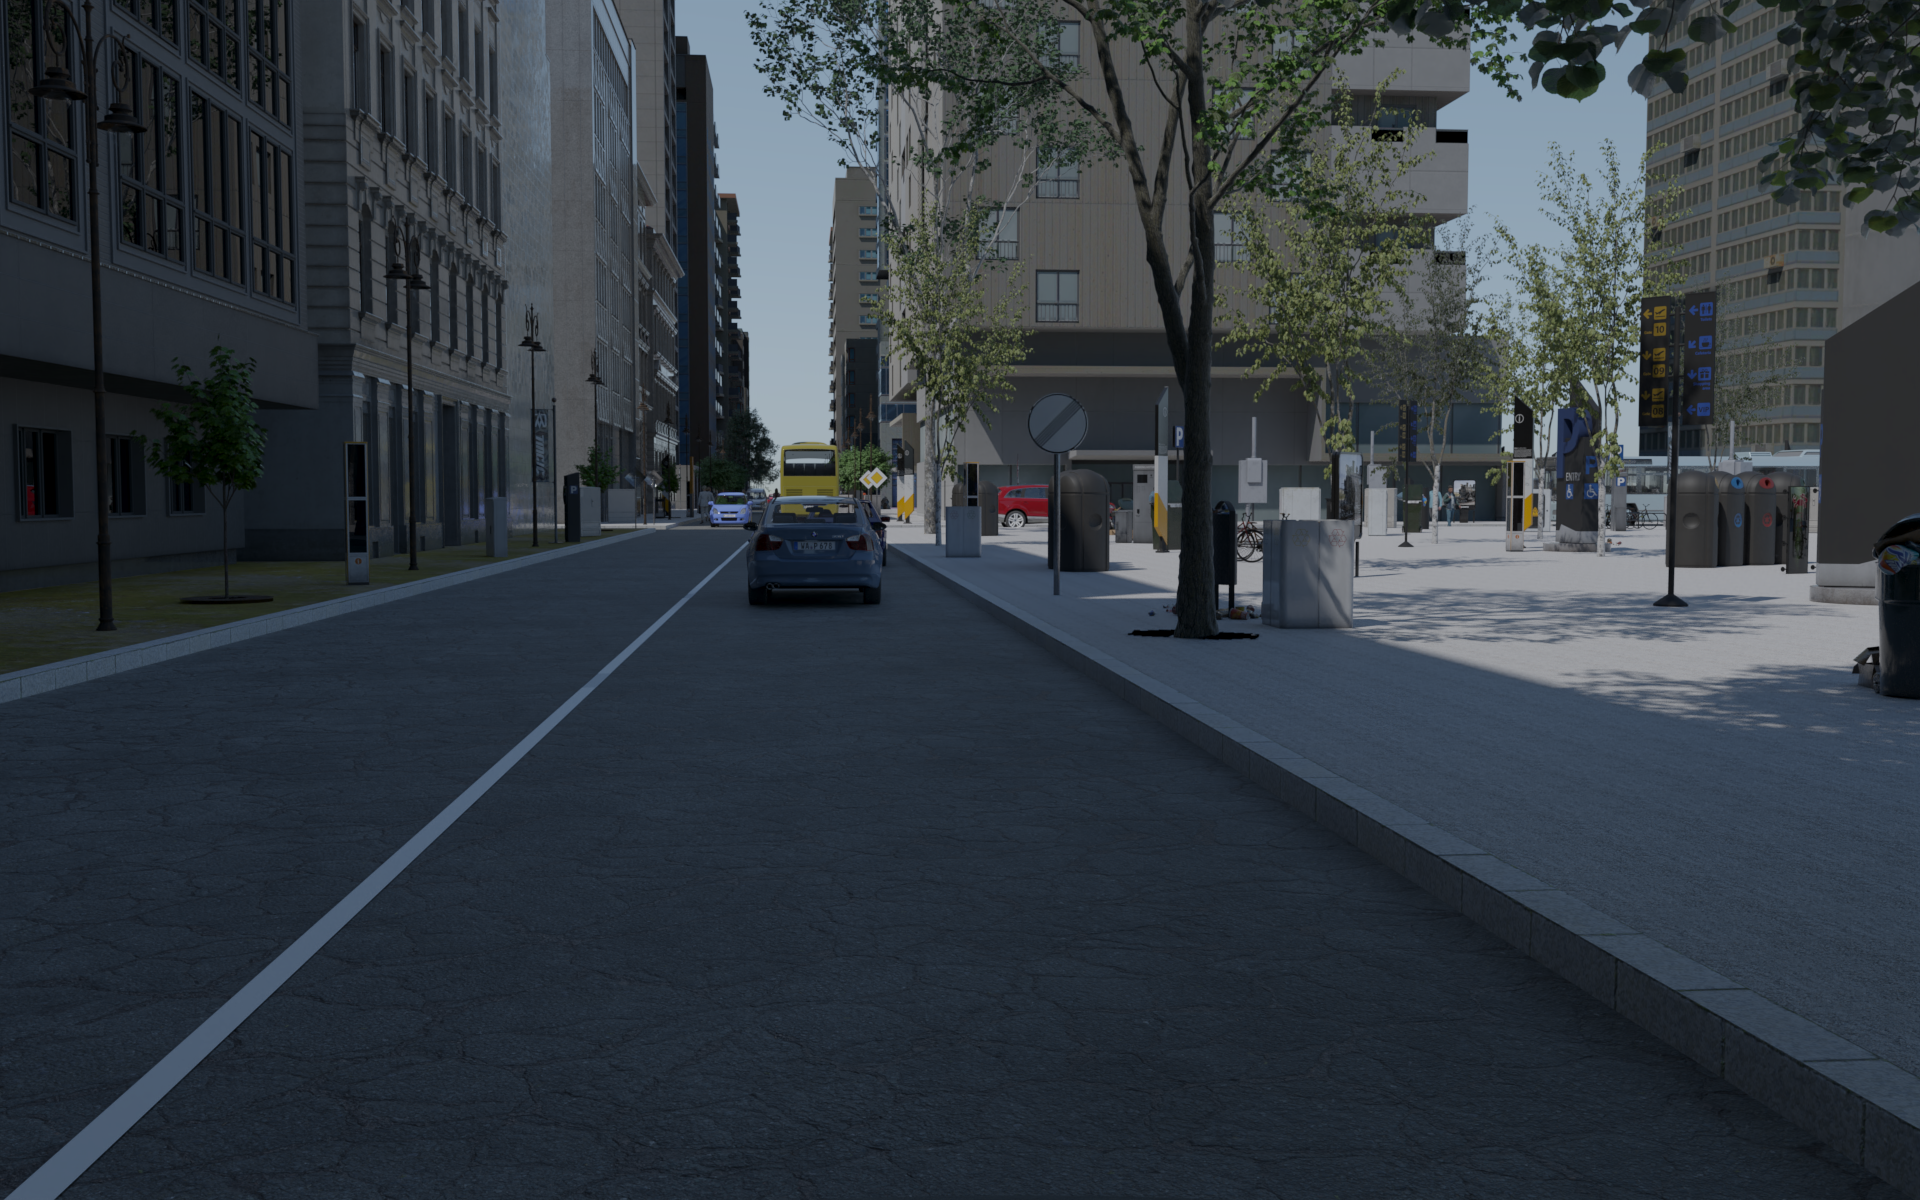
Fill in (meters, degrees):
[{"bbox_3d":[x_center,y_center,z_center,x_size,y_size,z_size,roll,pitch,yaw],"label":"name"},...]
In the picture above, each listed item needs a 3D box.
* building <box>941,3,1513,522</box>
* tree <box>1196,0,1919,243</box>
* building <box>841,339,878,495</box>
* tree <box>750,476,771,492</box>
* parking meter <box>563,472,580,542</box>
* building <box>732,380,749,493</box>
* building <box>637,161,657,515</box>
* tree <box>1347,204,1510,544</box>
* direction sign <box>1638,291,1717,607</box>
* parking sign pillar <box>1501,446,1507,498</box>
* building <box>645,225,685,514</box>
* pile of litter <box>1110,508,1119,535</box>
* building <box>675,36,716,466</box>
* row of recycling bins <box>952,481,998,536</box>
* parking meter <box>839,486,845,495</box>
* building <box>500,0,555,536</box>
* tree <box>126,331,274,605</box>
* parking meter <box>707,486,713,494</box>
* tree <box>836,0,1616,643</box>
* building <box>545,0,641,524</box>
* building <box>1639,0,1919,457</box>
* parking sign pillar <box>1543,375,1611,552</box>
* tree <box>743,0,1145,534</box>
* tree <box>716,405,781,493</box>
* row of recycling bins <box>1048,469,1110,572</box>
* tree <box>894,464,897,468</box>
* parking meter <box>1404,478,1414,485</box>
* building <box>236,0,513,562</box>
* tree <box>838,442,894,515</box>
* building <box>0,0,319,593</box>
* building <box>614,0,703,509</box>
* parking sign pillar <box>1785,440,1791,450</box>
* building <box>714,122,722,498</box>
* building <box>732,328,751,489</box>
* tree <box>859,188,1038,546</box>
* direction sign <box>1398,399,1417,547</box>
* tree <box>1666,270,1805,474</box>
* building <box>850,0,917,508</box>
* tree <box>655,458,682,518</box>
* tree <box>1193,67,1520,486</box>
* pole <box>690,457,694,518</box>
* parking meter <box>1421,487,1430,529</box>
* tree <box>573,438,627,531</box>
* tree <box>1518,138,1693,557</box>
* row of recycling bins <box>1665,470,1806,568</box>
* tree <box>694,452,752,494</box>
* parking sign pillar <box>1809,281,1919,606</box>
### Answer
[{"bbox_3d":[10.895,-30.590,89.384,27.495,52.752,28.713,0,4,-5],"label":"building"},{"bbox_3d":[3.559,-5.961,4.126,9.857,13.997,8.962,0,3,0],"label":"tree"},{"bbox_3d":[-0.129,-22.209,208.152,27.650,21.520,28.899,0,4,-5],"label":"building"},{"bbox_3d":[-34.803,-21.709,305.298,4.360,8.622,3.978,0,3,0],"label":"tree"},{"bbox_3d":[-10.358,-2.476,46.188,0.399,1.863,0.255,-2,4,-34],"label":"parking meter"},{"bbox_3d":[-47.826,-26.248,274.198,27.650,21.520,28.899,0,4,-5],"label":"building"},{"bbox_3d":[-24.099,-16.692,101.786,11.050,23.489,19.941,0,4,-5],"label":"building"},{"bbox_3d":[12.245,-5.772,44.733,4.360,8.622,3.978,0,3,0],"label":"tree"},{"bbox_3d":[8.143,-1.697,19.739,0.379,3.537,0.876,-3,5,-40],"label":"direction sign"},{"bbox_3d":[31.436,-6.898,101.261,1.447,3.967,1.447,2,4,26],"label":"parking sign pillar"},{"bbox_3d":[-25.926,-17.497,122.240,11.583,22.565,21.152,0,4,-5],"label":"building"},{"bbox_3d":[4.988,-2.467,54.296,1.719,0.858,1.176,1,4,22],"label":"pile of litter"},{"bbox_3d":[-31.867,-32.019,173.625,14.600,45.320,14.200,0,4,-5],"label":"building"},{"bbox_3d":[0.417,-2.889,54.352,1.069,1.692,3.534,-1,4,-12],"label":"row of recycling bins"},{"bbox_3d":[-8.549,-7.336,125.647,0.399,1.863,0.255,3,5,43],"label":"parking meter"},{"bbox_3d":[-22.301,-12.264,55.268,16.860,20.320,10.420,0,4,-5],"label":"building"},{"bbox_3d":[-8.712,-1.593,20.651,1.663,3.219,1.824,0,3,0],"label":"tree"},{"bbox_3d":[-17.261,-6.976,119.773,0.399,1.863,0.255,0,4,-1],"label":"parking meter"},{"bbox_3d":[1.944,-5.468,15.150,9.928,11.665,9.643,0,3,0],"label":"tree"},{"bbox_3d":[-22.235,-16.141,81.933,12.078,24.808,19.932,0,4,-5],"label":"building"},{"bbox_3d":[54.305,-24.778,96.994,23.993,40.220,32.217,0,4,-5],"label":"building"},{"bbox_3d":[13.848,-3.076,38.765,1.447,3.967,1.447,0,4,-6],"label":"parking sign pillar"},{"bbox_3d":[0.507,-12.168,54.838,12.611,20.169,13.585,0,3,0],"label":"tree"},{"bbox_3d":[-27.453,-18.686,222.530,9.611,12.733,9.660,0,3,0],"label":"tree"},{"bbox_3d":[2.000,-1.407,30.112,1.069,1.692,3.534,0,4,0],"label":"row of recycling bins"},{"bbox_3d":[-7.739,-8.912,129.419,4.285,4.588,4.351,0,3,0],"label":"tree"},{"bbox_3d":[16.454,-3.535,63.501,0.255,1.863,0.399,3,4,37],"label":"parking meter"},{"bbox_3d":[-16.961,-11.724,40.842,9.793,20.994,18.267,0,4,-5],"label":"building"},{"bbox_3d":[-7.008,-7.943,113.587,4.285,4.588,4.351,0,3,0],"label":"tree"},{"bbox_3d":[-17.552,-13.779,18.792,14.314,27.812,24.014,0,4,-5],"label":"building"},{"bbox_3d":[-33.725,-43.808,154.510,20.563,71.187,20.611,0,4,-5],"label":"building"},{"bbox_3d":[41.718,-6.022,86.934,1.447,3.967,1.447,3,4,38],"label":"parking sign pillar"},{"bbox_3d":[-38.582,-35.232,195.657,23.786,49.044,30.456,0,4,-5],"label":"building"},{"bbox_3d":[-43.170,-32.061,295.905,14.160,30.474,14.107,0,4,-5],"label":"building"},{"bbox_3d":[-0.294,-5.650,42.734,4.737,8.622,4.395,0,3,0],"label":"tree"},{"bbox_3d":[10.793,-3.047,41.814,0.379,3.537,0.876,3,5,42],"label":"direction sign"},{"bbox_3d":[24.839,-6.495,56.553,4.360,8.622,3.978,0,3,0],"label":"tree"},{"bbox_3d":[0.323,-52.815,176.190,22.319,86.520,31.000,0,4,-5],"label":"building"},{"bbox_3d":[-15.404,-5.981,92.391,1.663,3.219,1.824,0,3,0],"label":"tree"},{"bbox_3d":[6.151,-4.820,29.178,4.737,8.622,4.395,0,3,0],"label":"tree"},{"bbox_3d":[-14.617,-6.149,94.379,0.158,3.312,0.155,0,3,0],"label":"pole"},{"bbox_3d":[16.877,-3.337,62.967,0.372,1.533,0.369,0,3,0],"label":"parking meter"},{"bbox_3d":[-12.636,-3.995,59.923,1.663,3.219,1.824,0,3,0],"label":"tree"},{"bbox_3d":[12.890,-5.187,35.167,4.737,8.622,4.395,0,3,0],"label":"tree"},{"bbox_3d":[13.898,-1.466,31.085,3.534,1.692,1.069,-2,4,-34],"label":"row of recycling bins"},{"bbox_3d":[-19.038,-9.196,134.073,4.285,4.588,4.351,0,3,0],"label":"tree"},{"bbox_3d":[10.874,-1.954,20.419,1.447,3.967,1.447,1,4,22],"label":"parking sign pillar"}]
